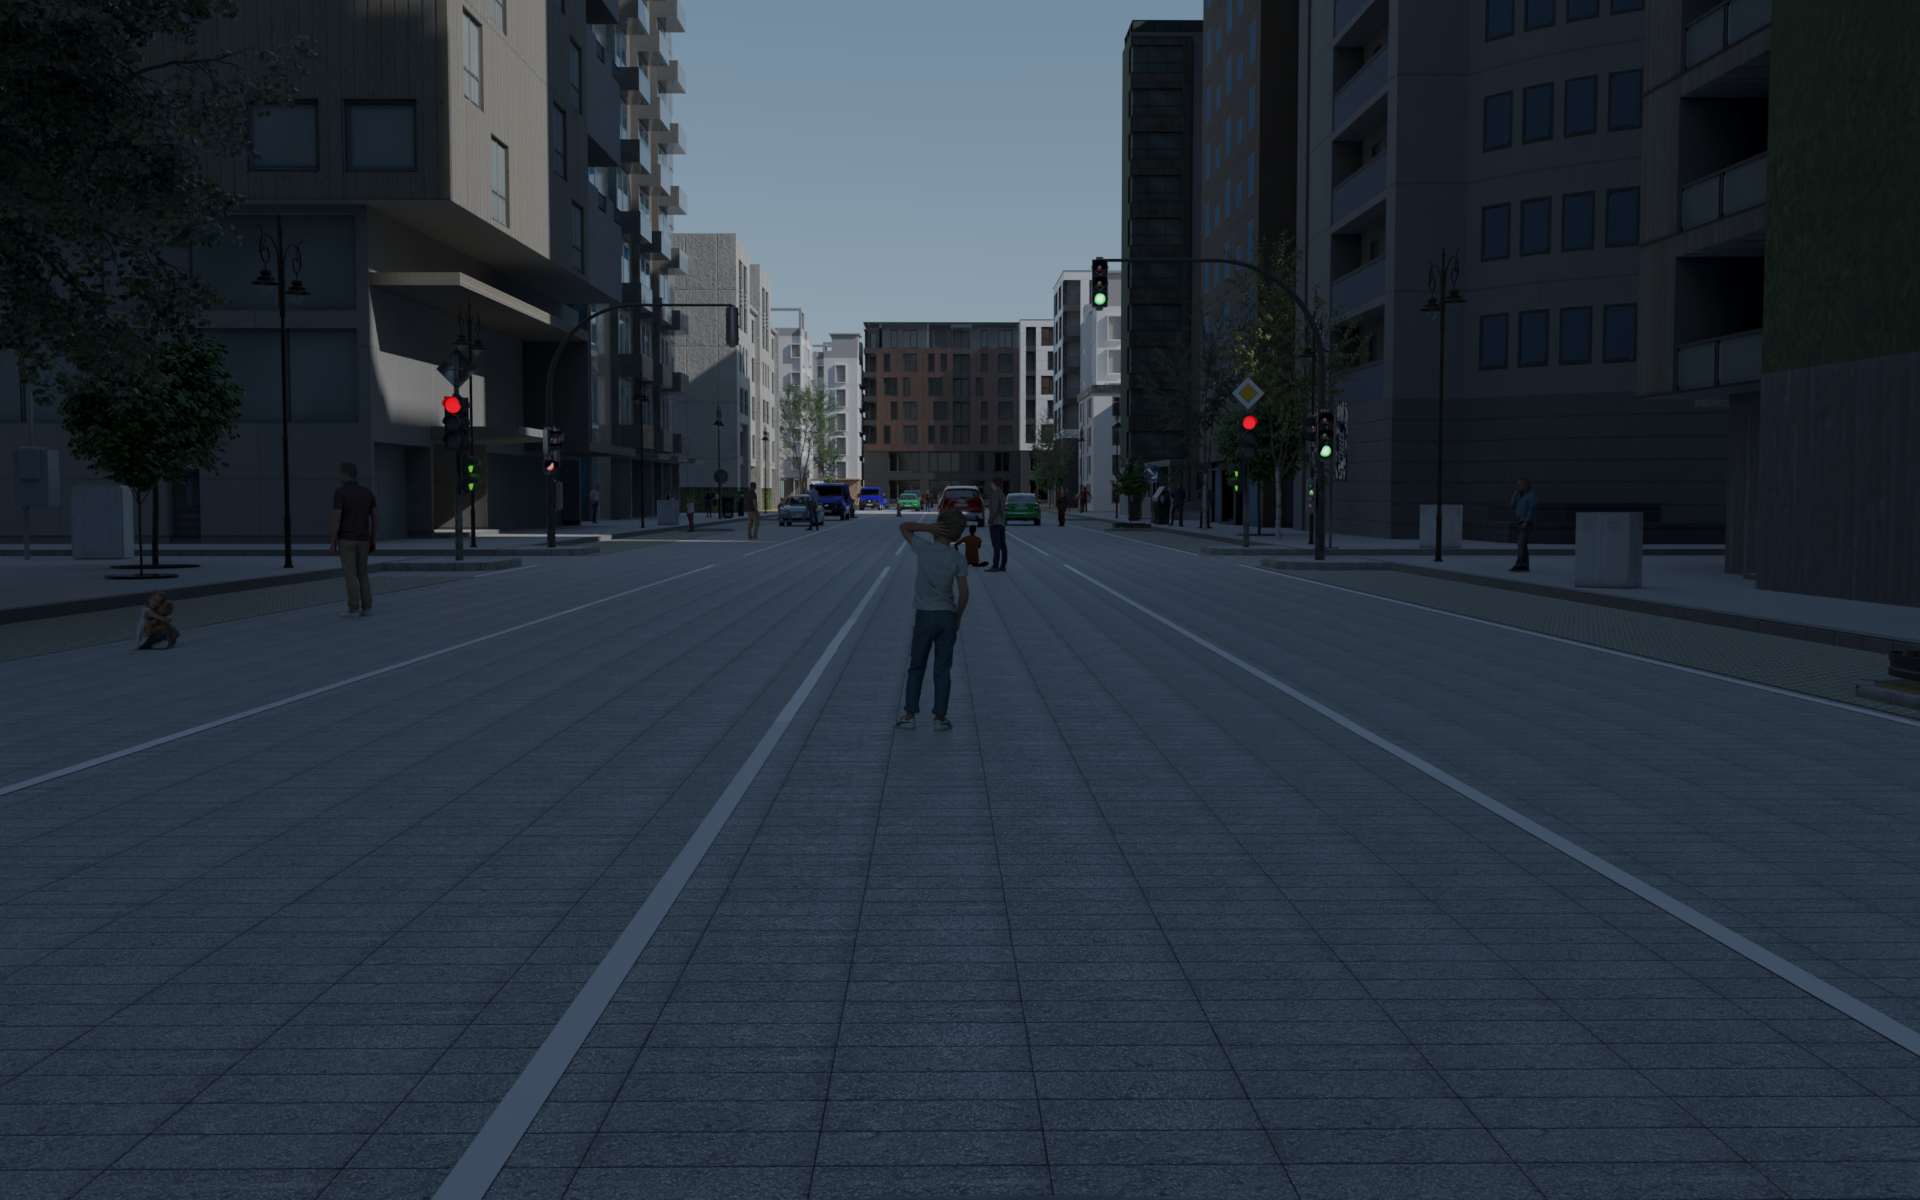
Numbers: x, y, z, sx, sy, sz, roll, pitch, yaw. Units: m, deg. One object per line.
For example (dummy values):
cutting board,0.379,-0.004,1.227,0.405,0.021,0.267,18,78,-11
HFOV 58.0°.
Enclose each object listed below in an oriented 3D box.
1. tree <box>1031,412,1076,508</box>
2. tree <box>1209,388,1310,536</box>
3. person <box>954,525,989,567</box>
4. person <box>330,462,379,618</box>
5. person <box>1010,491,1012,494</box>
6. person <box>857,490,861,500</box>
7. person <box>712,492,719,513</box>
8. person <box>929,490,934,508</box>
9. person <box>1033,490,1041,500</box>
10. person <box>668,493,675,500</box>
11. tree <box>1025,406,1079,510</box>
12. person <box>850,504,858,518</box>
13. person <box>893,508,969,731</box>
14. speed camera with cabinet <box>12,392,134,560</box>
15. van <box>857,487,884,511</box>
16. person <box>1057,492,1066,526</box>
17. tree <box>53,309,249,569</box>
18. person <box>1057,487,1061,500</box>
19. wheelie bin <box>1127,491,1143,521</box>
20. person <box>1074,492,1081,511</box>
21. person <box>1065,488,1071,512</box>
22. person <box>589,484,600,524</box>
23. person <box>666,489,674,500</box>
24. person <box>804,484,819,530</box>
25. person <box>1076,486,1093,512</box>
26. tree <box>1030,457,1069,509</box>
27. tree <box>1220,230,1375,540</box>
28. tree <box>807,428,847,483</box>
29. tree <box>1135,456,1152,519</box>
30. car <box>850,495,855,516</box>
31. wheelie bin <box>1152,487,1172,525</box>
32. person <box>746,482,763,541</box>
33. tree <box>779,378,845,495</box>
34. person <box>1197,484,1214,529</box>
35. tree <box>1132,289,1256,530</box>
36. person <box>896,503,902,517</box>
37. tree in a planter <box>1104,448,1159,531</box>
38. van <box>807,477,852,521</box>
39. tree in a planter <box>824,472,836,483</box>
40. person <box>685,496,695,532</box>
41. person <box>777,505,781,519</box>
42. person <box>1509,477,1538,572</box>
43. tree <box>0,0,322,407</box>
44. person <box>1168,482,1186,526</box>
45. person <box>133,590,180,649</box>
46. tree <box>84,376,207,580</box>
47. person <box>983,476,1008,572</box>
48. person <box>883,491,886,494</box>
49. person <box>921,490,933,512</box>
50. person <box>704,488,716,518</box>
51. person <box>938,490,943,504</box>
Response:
tree,8.086,-12.527,155.181,4.737,8.622,4.395,0,3,0
tree,9.374,-4.282,53.732,4.285,4.588,4.351,0,3,0
person,0.182,-1.070,34.277,0.859,0.850,0.655,-1,4,-9
person,-7.075,-0.707,20.191,0.598,1.807,0.434,-3,5,-44
person,5.240,-10.188,175.866,1.217,1.735,0.721,2,4,35
person,-9.164,-9.309,160.842,0.705,1.807,1.348,-3,5,-41
person,-16.183,-6.435,114.443,0.799,1.438,0.628,3,5,44
person,-2.967,-10.403,178.667,0.705,1.814,1.350,2,4,32
person,7.748,-10.331,175.673,1.217,1.743,0.721,3,5,40
person,-13.790,-4.468,83.002,0.435,1.345,0.340,1,4,16
tree,7.464,-11.626,140.448,4.360,8.622,3.978,0,3,0
person,-6.471,-5.260,102.788,0.859,0.850,0.655,-1,4,-12
person,-0.180,0.114,10.540,0.435,1.345,0.340,-1,4,-10
speed camera with cabinet,-17.384,-2.423,33.947,2.038,3.252,0.660,0,4,-6
van,-7.786,-9.012,151.723,2.240,2.365,5.245,0,4,0
person,4.511,-4.036,76.764,0.388,1.546,0.482,-1,4,-21
tree,-14.044,-2.834,30.053,4.285,4.588,4.351,0,3,0
person,8.224,-8.466,144.395,0.705,1.831,1.348,0,4,5
wheelie bin,8.356,-4.563,82.505,0.693,1.594,0.980,1,4,15
person,8.807,-7.314,128.819,0.628,1.438,0.799,3,4,37
person,7.903,-7.342,127.012,0.541,1.710,0.530,0,4,2
person,-15.885,-4.199,75.637,0.436,1.711,0.756,2,4,26
person,-14.407,-4.763,86.453,0.480,1.512,0.613,0,4,-2
person,-5.876,-3.650,68.054,0.599,1.838,0.709,2,4,34
person,8.837,-7.150,122.884,1.348,1.831,0.705,-1,4,-20
tree,7.570,-10.007,147.333,4.285,4.588,4.351,0,3,0
tree,9.017,-5.981,48.154,4.737,8.622,4.395,0,3,0
tree,-13.428,-13.676,173.965,4.360,8.622,3.978,0,3,0
tree,9.436,-5.763,88.818,1.663,3.219,1.824,0,3,0
car,-7.860,-6.353,112.916,2.155,1.783,4.494,0,4,1
wheelie bin,8.489,-3.968,72.787,0.693,1.594,0.980,-1,4,-15
person,-6.355,-2.740,53.430,0.434,1.807,0.598,-2,4,-23
tree,-14.245,-14.112,156.481,9.928,11.665,9.643,0,3,0
person,9.131,-3.523,64.465,0.655,1.722,0.431,1,4,22
tree,8.593,-6.821,61.882,4.360,8.622,3.978,0,3,0
person,-3.805,-5.595,107.906,0.347,0.859,0.695,-1,4,-9
tree in a planter,6.589,-4.255,66.792,1.991,3.239,1.994,0,4,-1
van,-7.109,-5.554,95.191,2.240,2.365,5.245,0,4,1
tree in a planter,-10.763,-8.929,143.209,1.991,3.239,1.994,0,4,-1
person,-10.110,-3.216,64.992,0.435,1.345,0.340,1,4,19
person,-9.824,-4.845,95.642,0.695,0.859,0.347,3,5,43
person,9.246,-1.233,28.418,0.429,1.552,0.499,1,4,19
tree,-12.084,-6.842,18.520,9.857,13.997,8.962,0,3,0
person,8.770,-3.881,69.945,0.683,1.767,0.568,0,4,-2
person,-7.441,0.181,16.022,0.357,0.543,0.381,-1,4,-8
tree,-12.387,-1.947,26.430,1.663,3.219,1.824,0,3,0
person,0.561,-1.410,32.087,0.750,1.759,0.617,3,5,40
person,-8.144,-10.830,186.236,0.621,1.740,0.551,1,4,22
person,-2.630,-7.890,138.029,1.217,1.766,0.721,-2,4,-34
person,-13.654,-5.293,94.454,0.647,1.594,0.662,-1,4,-10
person,-1.322,-6.959,122.952,0.551,1.740,0.621,1,4,9
